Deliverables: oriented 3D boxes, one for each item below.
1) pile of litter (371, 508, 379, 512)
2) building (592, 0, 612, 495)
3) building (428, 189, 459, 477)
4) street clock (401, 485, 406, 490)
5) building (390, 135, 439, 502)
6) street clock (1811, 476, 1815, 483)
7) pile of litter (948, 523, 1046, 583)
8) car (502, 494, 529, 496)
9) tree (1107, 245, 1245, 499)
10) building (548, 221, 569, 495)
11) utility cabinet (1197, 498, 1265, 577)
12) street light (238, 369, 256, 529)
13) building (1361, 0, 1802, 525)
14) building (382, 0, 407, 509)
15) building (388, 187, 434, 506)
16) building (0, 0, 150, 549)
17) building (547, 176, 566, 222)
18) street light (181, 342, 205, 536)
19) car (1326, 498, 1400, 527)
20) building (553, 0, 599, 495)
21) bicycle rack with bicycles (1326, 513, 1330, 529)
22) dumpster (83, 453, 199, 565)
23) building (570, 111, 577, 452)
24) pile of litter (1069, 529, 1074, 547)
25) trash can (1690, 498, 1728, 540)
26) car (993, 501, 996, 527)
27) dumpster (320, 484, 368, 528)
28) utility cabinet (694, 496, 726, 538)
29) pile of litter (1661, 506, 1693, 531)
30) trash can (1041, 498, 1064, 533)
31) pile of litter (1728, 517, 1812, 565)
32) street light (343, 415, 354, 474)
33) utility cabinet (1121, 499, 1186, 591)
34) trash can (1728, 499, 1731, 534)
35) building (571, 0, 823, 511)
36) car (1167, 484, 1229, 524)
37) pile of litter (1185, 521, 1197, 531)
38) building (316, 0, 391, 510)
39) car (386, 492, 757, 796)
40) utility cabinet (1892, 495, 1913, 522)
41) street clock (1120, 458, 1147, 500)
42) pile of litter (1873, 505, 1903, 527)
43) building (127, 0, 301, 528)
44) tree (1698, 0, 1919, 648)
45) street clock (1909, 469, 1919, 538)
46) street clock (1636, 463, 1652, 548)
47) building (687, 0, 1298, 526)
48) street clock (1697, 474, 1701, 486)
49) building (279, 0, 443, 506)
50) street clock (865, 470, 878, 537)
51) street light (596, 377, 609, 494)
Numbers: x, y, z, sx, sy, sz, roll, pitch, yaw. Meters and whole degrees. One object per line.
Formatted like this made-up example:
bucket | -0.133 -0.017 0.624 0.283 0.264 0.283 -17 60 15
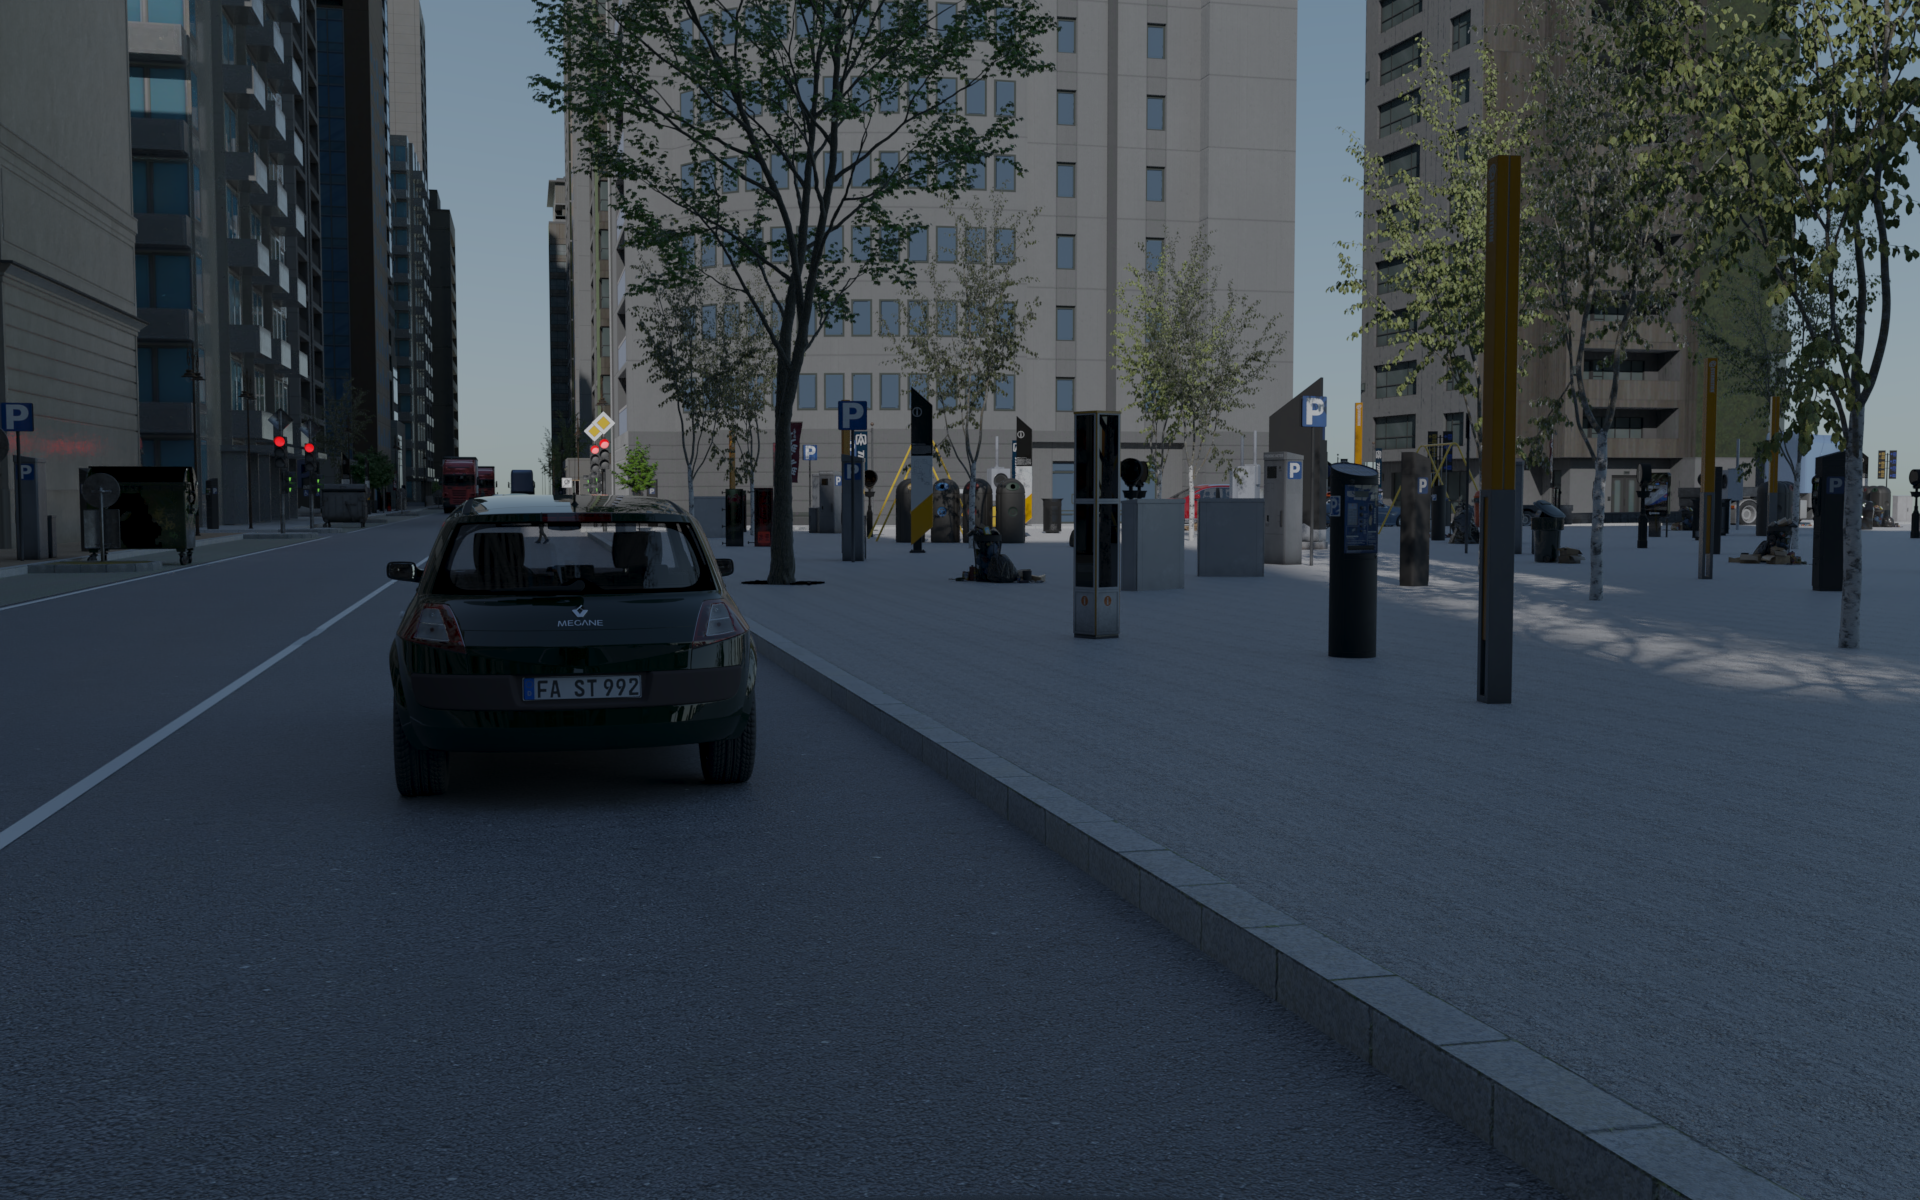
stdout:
pile of litter | -42.170 -6.682 123.213 1.719 0.858 1.176 -1 4 -22
building | -13.692 -20.001 98.715 14.160 30.474 14.107 -1 4 -14
building | -91.378 -39.853 275.295 21.300 48.544 21.600 -1 4 -14
street clock | -43.846 -8.071 136.524 0.358 2.002 0.471 -2 4 -31
building | -82.060 -37.309 229.607 23.786 49.044 30.456 -1 4 -14
street clock | 32.515 -3.734 65.622 0.471 2.002 0.358 -1 4 -9
pile of litter | 0.551 -0.707 25.530 1.176 0.858 1.719 -2 4 -27
car | -19.778 -4.000 77.202 2.131 1.459 4.920 -1 4 -15
tree | 6.233 -6.236 52.321 4.737 8.622 4.395 0 3 0
building | -54.883 -35.396 262.313 14.154 41.232 14.086 -1 4 -14
utility cabinet | 4.216 -0.969 27.000 1.020 1.237 0.306 0 4 4
street light | -26.204 -5.568 63.823 0.468 5.910 1.993 -1 4 -14
building | 28.357 -18.927 81.155 14.107 30.474 14.160 -1 4 -14
building | -63.519 -51.862 160.617 22.319 86.520 31.000 -1 4 -14
building | -74.541 -30.317 187.565 32.217 40.220 23.993 -1 4 -14
building | -37.765 -12.852 43.407 30.059 22.955 16.112 -1 4 -14
building | -52.558 -42.506 284.206 28.713 52.752 27.495 -1 4 -14
street light | -23.405 -4.906 52.996 0.468 5.910 1.993 -1 4 -14
car | 16.487 -3.614 71.094 4.499 1.417 2.014 -1 4 -12
building | -47.388 -49.368 245.423 20.563 71.187 20.611 -1 4 -14
bicycle rack with bicycles | 12.081 -2.973 61.992 2.925 0.926 2.852 -2 4 -24
dumpster | -16.409 -1.822 34.735 1.985 2.255 1.502 -1 4 -15
building | -34.447 -32.813 186.598 14.600 45.320 14.200 -1 4 -14
pile of litter | 3.289 -1.723 42.135 1.176 0.858 1.719 3 5 40
trash can | 20.615 -2.221 47.962 0.748 1.137 0.748 0 3 0
car | 0.453 -3.508 67.575 3.980 1.641 2.015 -1 4 -13
dumpster | -26.027 -3.979 73.277 1.865 1.857 1.264 -1 4 -13
utility cabinet | -7.377 -2.416 50.661 1.020 1.237 0.306 -1 4 -16
pile of litter | 25.499 -2.864 60.791 1.719 0.858 1.176 3 4 37
trash can | 3.018 -2.751 56.630 0.748 1.137 0.748 0 3 0
pile of litter | 14.958 -1.101 31.966 1.176 0.858 1.719 0 4 -4
street light | -34.887 -7.715 98.920 0.468 5.910 1.993 -1 4 -14
utility cabinet | 2.591 -0.741 23.273 1.020 1.237 0.306 -3 5 -44
trash can | 23.399 -2.555 53.427 0.748 1.137 0.748 0 3 0
building | -26.374 -38.180 166.245 21.231 58.520 28.212 -1 4 -14
car | 9.540 -3.613 67.753 5.304 1.827 2.281 -1 4 -15
pile of litter | 8.276 -2.855 60.639 1.176 0.858 1.719 0 4 7
building | -54.370 -30.010 140.777 14.600 45.320 14.200 -1 4 -14
car | -2.210 0.002 9.752 2.009 1.686 4.222 -1 4 -14
utility cabinet | 44.126 -4.277 81.088 1.020 1.237 0.306 -2 4 -24
street clock | 3.424 -1.846 34.754 0.471 2.002 0.358 1 4 17
pile of litter | 35.516 -3.247 67.056 1.176 0.858 1.719 -3 5 -44
building | -41.338 -27.841 74.801 23.786 49.044 30.456 -1 4 -14
tree | 7.204 -3.910 14.290 4.737 8.622 4.395 0 3 0
street clock | 27.672 -2.786 50.118 0.358 2.002 0.471 0 4 -2
street clock | 16.159 -2.226 40.960 0.358 2.002 0.471 0 4 5
building | -1.710 -32.924 80.308 28.212 58.520 21.231 -1 4 -14
street clock | 24.731 -3.236 57.484 0.471 2.002 0.358 0 4 8
building | -86.428 -49.900 254.113 20.563 71.187 20.611 -1 4 -14
street clock | -2.687 -2.870 51.498 0.471 2.002 0.358 0 4 3
street light | -14.108 -5.842 68.307 0.468 5.910 1.993 -1 4 -14
